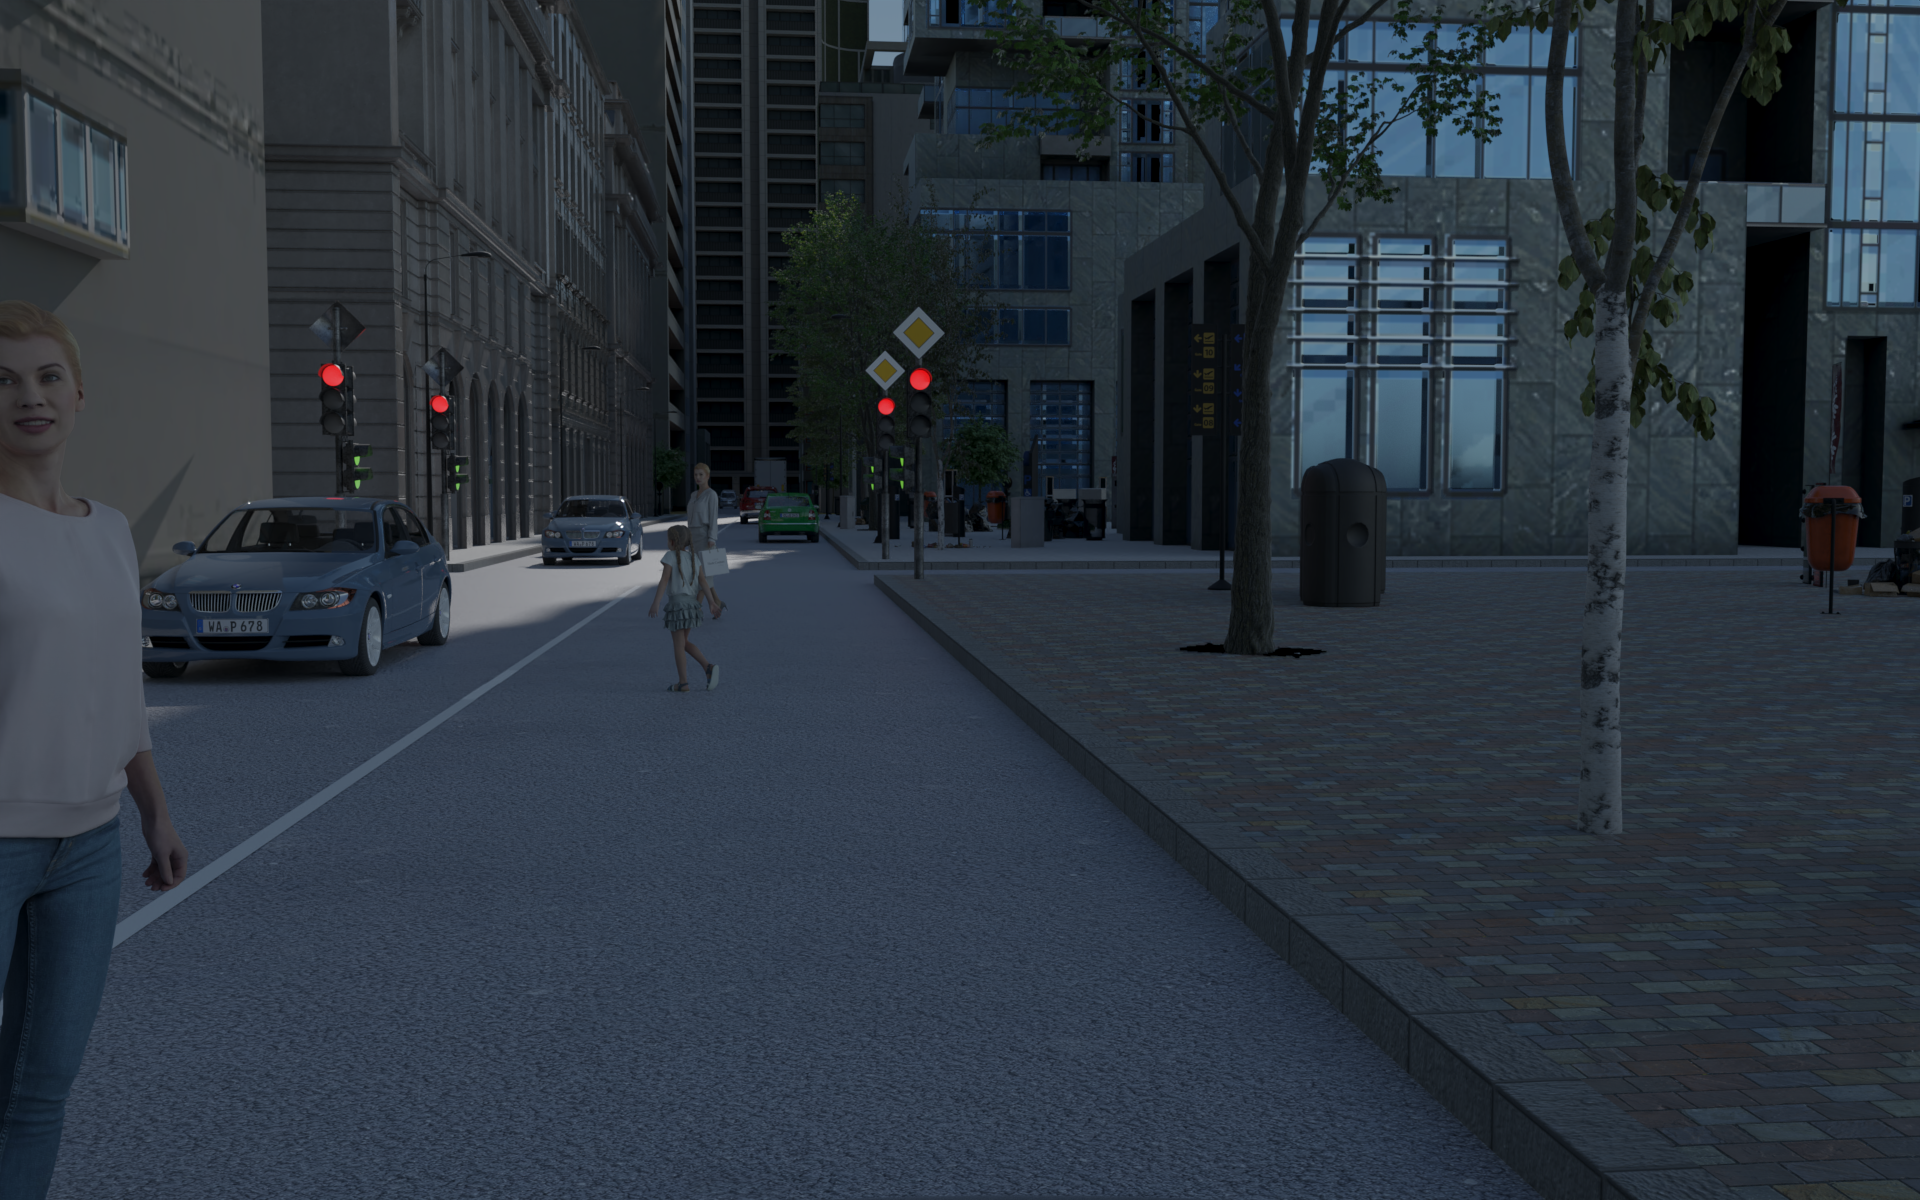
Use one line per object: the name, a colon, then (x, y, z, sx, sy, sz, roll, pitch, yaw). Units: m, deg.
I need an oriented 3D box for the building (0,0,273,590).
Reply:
building: (-19.216, -23.741, 11.864, 21.600, 48.544, 21.300, 0, 4, -6)

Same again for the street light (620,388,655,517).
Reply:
street light: (-14.241, -6.305, 75.629, 1.470, 5.913, 1.316, 0, 4, -6)

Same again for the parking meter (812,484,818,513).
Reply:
parking meter: (-8.164, -5.619, 97.586, 0.255, 1.863, 0.399, -2, 4, -34)

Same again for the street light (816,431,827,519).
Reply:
street light: (-5.112, -5.745, 66.467, 1.470, 5.913, 1.316, 0, 4, -6)

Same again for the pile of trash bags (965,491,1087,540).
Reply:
pile of trash bags: (2.084, -2.442, 49.684, 3.447, 1.369, 1.912, -3, 5, -42)

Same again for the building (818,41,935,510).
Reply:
building: (3.989, -27.722, 145.142, 32.217, 40.220, 23.993, 0, 4, -6)

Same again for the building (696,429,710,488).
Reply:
building: (-40.782, -52.376, 169.019, 31.000, 86.520, 22.319, 0, 4, -6)

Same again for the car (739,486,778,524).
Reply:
car: (-9.610, -4.606, 83.987, 2.281, 1.827, 5.304, 0, 4, -5)

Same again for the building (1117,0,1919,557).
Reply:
building: (20.132, -44.812, 45.354, 31.000, 86.520, 22.319, 0, 4, -6)

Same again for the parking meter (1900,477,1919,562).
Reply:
parking meter: (13.403, -0.970, 24.279, 0.372, 1.533, 0.369, 0, 3, 0)

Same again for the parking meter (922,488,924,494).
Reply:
parking meter: (-1.649, -3.795, 70.466, 0.372, 1.533, 0.369, 0, 3, 0)

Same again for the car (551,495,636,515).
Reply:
car: (-8.771, -1.822, 41.798, 2.014, 1.417, 4.499, 0, 4, -4)

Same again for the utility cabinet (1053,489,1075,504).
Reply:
utility cabinet: (4.487, -4.116, 75.976, 1.173, 1.500, 0.318, -1, 4, -22)

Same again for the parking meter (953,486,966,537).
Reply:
parking meter: (-0.030, -2.635, 51.494, 0.372, 1.533, 0.369, 0, 3, 0)

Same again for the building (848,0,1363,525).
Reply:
building: (5.698, -47.707, 92.679, 22.319, 86.520, 31.000, 0, 4, -6)

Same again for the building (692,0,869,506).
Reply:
building: (-20.802, -46.648, 200.950, 20.611, 71.187, 20.563, 0, 4, -6)

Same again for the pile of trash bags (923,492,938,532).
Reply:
pile of trash bags: (-0.366, -3.058, 59.747, 1.912, 1.369, 3.447, -2, 4, -32)

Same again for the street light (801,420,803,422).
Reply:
street light: (-7.286, -7.037, 87.596, 1.470, 5.913, 1.316, 0, 4, -6)

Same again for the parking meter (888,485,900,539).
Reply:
parking meter: (-1.892, -2.488, 49.084, 0.372, 1.533, 0.369, 0, 3, 0)

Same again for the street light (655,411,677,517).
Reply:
street light: (-16.483, -7.600, 96.807, 1.470, 5.913, 1.316, 0, 4, -6)

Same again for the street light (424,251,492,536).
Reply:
street light: (-9.665, -3.713, 33.255, 1.470, 5.913, 1.316, 0, 4, -6)

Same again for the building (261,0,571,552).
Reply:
building: (-17.822, -12.335, 43.485, 13.314, 21.916, 24.055, 0, 4, -6)

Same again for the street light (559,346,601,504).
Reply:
street light: (-11.990, -5.013, 54.509, 1.470, 5.913, 1.316, 0, 4, -6)

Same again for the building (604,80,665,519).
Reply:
building: (-22.122, -14.950, 86.230, 13.314, 21.916, 24.055, 0, 4, -6)

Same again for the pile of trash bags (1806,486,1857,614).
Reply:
pile of trash bags: (10.708, -0.515, 18.168, 3.447, 1.369, 1.912, 2, 4, 23)

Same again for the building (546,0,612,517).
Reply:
building: (-18.859, -13.224, 65.362, 9.793, 20.994, 18.267, 0, 4, -6)

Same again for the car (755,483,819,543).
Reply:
car: (-5.212, -2.663, 52.343, 1.959, 1.807, 4.718, 0, 4, -7)

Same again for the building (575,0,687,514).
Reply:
building: (-29.997, -30.168, 116.940, 21.300, 48.544, 21.600, 0, 4, -6)

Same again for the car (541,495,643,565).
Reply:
car: (-7.684, -1.496, 36.460, 2.014, 1.417, 4.499, 0, 4, -6)

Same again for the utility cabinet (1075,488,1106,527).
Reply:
utility cabinet: (5.054, -3.524, 66.293, 0.318, 1.500, 1.173, -3, 5, -43)

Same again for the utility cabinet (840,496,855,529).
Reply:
utility cabinet: (-4.133, -3.222, 63.840, 0.306, 1.237, 1.020, 1, 4, 14)

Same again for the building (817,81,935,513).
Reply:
building: (-3.298, -21.642, 125.545, 14.160, 30.474, 14.107, 0, 4, -6)

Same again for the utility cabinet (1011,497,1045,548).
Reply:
utility cabinet: (1.625, -1.865, 41.661, 0.306, 1.237, 1.020, 3, 4, 37)

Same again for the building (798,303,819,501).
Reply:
building: (-1.908, -19.976, 171.640, 27.650, 21.520, 28.899, 0, 4, -6)

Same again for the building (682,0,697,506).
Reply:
building: (-32.971, -36.656, 141.320, 21.231, 58.520, 28.212, 0, 4, -6)

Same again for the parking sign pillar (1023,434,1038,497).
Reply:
parking sign pillar: (3.170, -5.454, 77.646, 1.447, 3.967, 1.447, 1, 4, 14)

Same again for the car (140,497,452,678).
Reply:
car: (-5.628, -0.189, 15.091, 2.014, 1.417, 4.499, 0, 4, -5)
